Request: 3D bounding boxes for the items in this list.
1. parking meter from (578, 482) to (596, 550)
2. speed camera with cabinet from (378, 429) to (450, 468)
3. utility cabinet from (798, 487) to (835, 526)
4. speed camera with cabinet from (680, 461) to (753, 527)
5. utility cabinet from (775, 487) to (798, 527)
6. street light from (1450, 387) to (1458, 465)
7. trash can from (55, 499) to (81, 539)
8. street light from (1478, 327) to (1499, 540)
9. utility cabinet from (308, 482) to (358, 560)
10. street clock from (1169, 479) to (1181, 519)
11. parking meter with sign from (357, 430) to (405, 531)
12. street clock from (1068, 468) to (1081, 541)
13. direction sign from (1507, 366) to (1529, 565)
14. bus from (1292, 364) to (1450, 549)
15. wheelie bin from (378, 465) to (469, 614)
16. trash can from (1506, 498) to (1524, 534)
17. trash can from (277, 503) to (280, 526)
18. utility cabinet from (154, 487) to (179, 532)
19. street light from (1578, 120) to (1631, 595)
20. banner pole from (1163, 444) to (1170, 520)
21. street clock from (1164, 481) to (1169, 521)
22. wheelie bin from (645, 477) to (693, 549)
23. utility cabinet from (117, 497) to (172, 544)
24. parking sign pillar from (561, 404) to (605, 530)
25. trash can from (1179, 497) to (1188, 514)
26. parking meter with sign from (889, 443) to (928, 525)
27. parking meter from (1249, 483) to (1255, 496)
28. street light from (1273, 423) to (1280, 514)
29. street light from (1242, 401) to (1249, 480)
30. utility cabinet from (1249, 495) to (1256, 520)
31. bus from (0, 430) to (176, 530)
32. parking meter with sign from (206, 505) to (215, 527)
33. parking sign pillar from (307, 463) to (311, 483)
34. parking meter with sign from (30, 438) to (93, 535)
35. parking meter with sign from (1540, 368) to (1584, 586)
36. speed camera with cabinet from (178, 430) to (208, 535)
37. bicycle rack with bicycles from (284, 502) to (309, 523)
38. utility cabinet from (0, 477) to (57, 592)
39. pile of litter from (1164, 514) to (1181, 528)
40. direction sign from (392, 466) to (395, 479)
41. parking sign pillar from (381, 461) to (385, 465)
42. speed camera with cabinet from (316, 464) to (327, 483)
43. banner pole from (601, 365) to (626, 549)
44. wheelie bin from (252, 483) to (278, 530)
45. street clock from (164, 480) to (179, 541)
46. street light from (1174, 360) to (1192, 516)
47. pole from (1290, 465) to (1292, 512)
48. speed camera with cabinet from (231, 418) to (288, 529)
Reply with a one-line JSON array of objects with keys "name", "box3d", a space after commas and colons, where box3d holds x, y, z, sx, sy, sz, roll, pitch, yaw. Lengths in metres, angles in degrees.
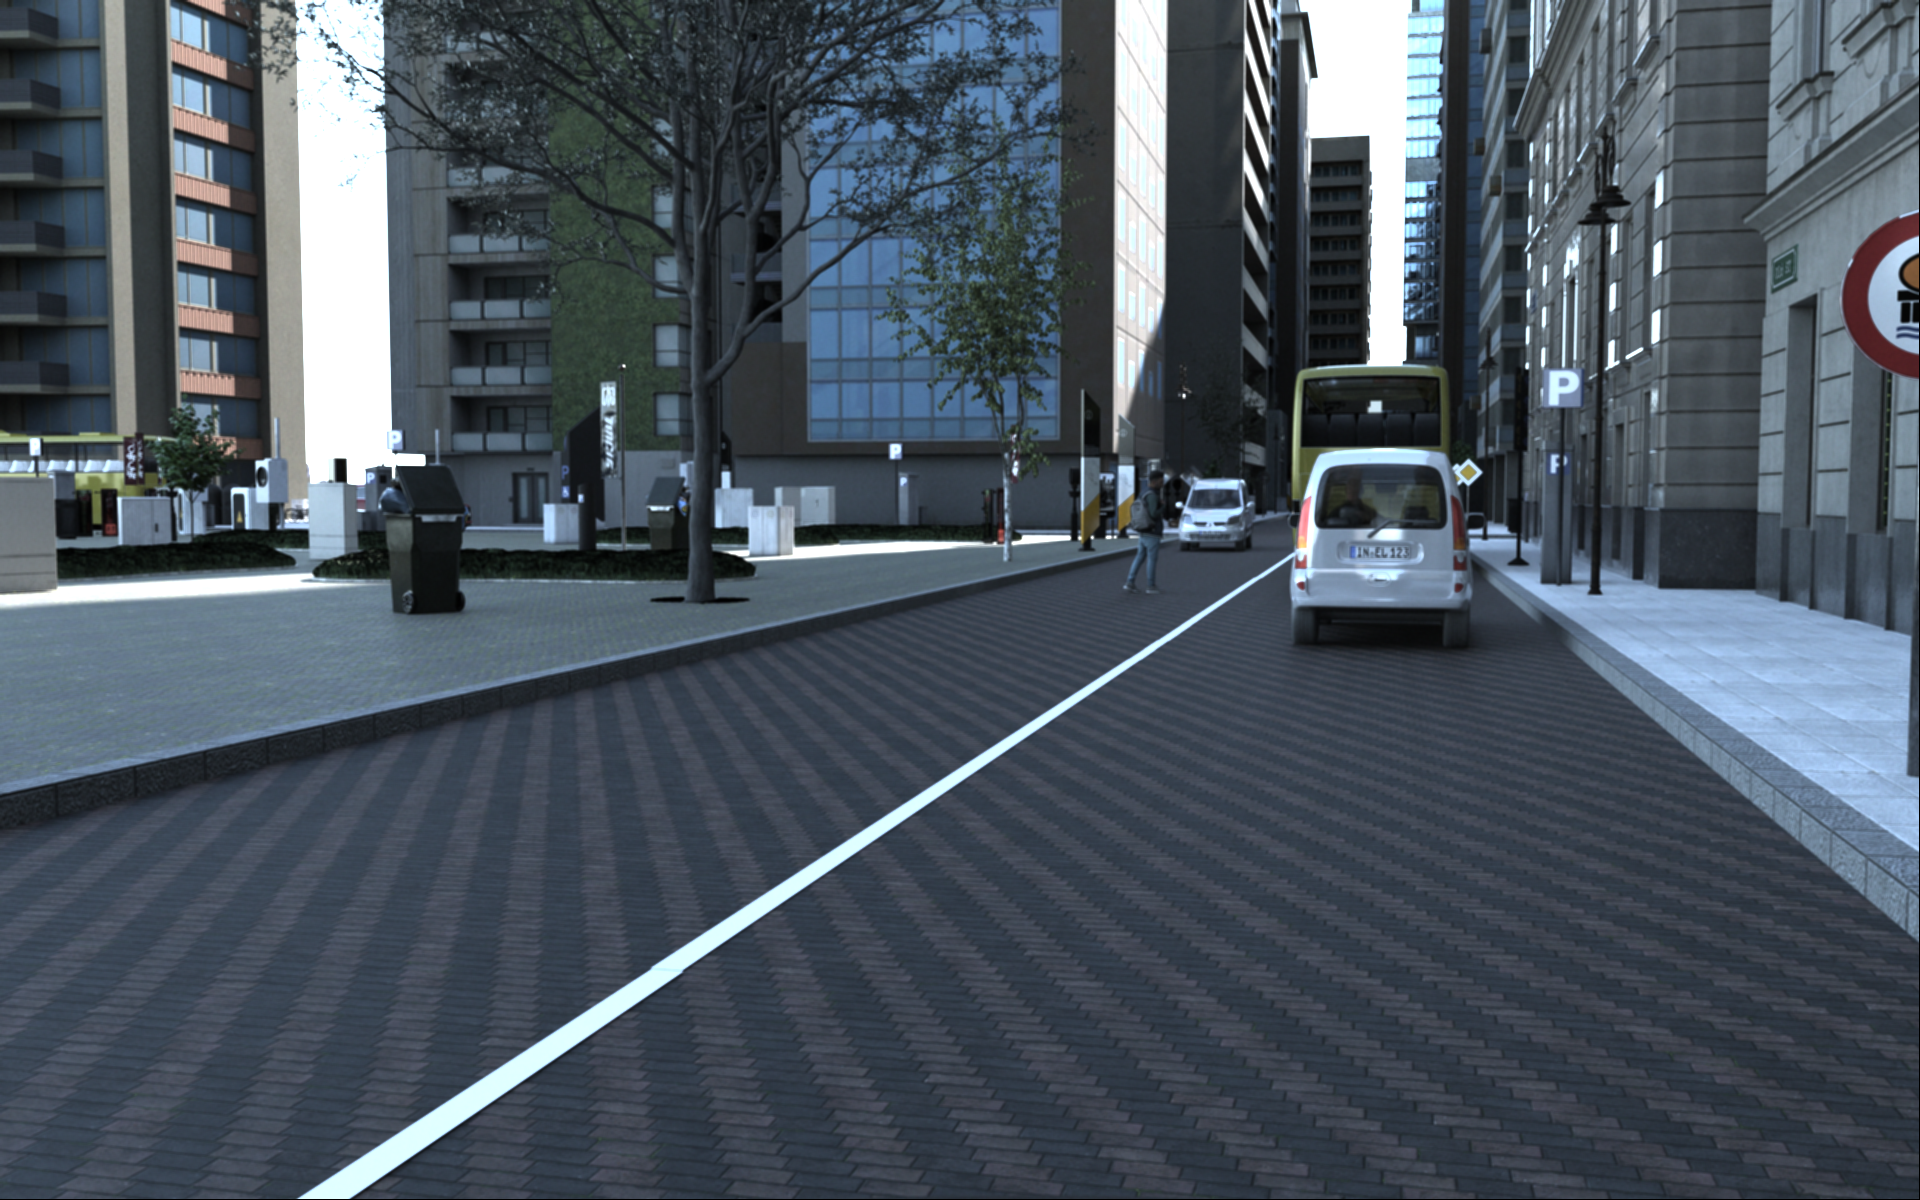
[{"name": "parking meter", "box3d": [-8.056, -1.775, 37.432, 0.372, 1.533, 0.369, 0, 3, 0]}, {"name": "speed camera with cabinet", "box3d": [-16.691, -3.585, 52.959, 2.038, 3.252, 0.660, 0, 4, 3]}, {"name": "utility cabinet", "box3d": [-4.284, -2.660, 52.170, 1.173, 1.500, 0.318, 3, 5, 40]}, {"name": "speed camera with cabinet", "box3d": [-6.951, -3.374, 49.494, 2.038, 3.252, 0.660, -2, 4, -31]}, {"name": "utility cabinet", "box3d": [-5.292, -2.744, 53.545, 0.318, 1.500, 1.173, 2, 4, 27]}, {"name": "street light", "box3d": [21.340, -6.267, 75.252, 0.468, 5.910, 1.993, 1, 4, 14]}, {"name": "trash can", "box3d": [-25.405, -2.300, 49.262, 0.748, 1.137, 0.748, 0, 3, 0]}, {"name": "street light", "box3d": [14.628, -4.606, 48.091, 0.468, 5.910, 1.993, 1, 4, 14]}, {"name": "utility cabinet", "box3d": [-12.057, -1.508, 33.329, 1.173, 1.500, 0.318, 3, 4, 37]}, {"name": "street clock", "box3d": [10.413, -4.796, 82.982, 0.471, 2.002, 0.358, 1, 4, 12]}, {"name": "parking meter with sign", "box3d": [-15.622, -3.069, 46.444, 0.543, 3.016, 1.738, 1, 4, 18]}, {"name": "street clock", "box3d": [3.130, -2.614, 47.307, 0.358, 2.002, 0.471, 0, 4, -5]}, {"name": "direction sign", "box3d": [10.084, -2.396, 31.172, 0.379, 3.537, 0.876, 2, 4, 32]}, {"name": "bus", "box3d": [8.194, -2.617, 34.332, 2.896, 3.916, 12.252, 1, 4, 14]}, {"name": "wheelie bin", "box3d": [-5.837, -0.664, 18.764, 0.693, 1.594, 0.980, 3, 5, 42]}, {"name": "trash can", "box3d": [18.155, -2.735, 56.365, 0.748, 1.137, 0.748, 0, 3, 0]}, {"name": "trash can", "box3d": [-27.885, -3.584, 70.245, 0.748, 1.137, 0.748, 0, 3, 0]}, {"name": "utility cabinet", "box3d": [-25.834, -2.955, 56.991, 1.173, 1.500, 0.318, -1, 4, -11]}, {"name": "street light", "box3d": [8.106, -3.006, 21.931, 0.468, 5.910, 1.993, 1, 4, 14]}, {"name": "banner pole", "box3d": [10.278, -5.872, 86.024, 0.401, 3.779, 0.863, 0, 4, 0]}, {"name": "street clock", "box3d": [9.982, -4.817, 83.323, 0.358, 2.002, 0.471, 0, 4, 6]}, {"name": "wheelie bin", "box3d": [-5.279, -1.440, 31.446, 0.980, 1.594, 0.693, 2, 4, 25]}, {"name": "utility cabinet", "box3d": [-17.686, -1.616, 37.588, 1.020, 1.237, 0.306, -3, 5, -43]}, {"name": "parking sign pillar", "box3d": [-11.223, -3.856, 51.519, 1.447, 3.967, 1.447, 3, 4, 39]}, {"name": "trash can", "box3d": [11.144, -4.508, 85.363, 0.748, 1.137, 0.748, 0, 3, 0]}, {"name": "parking meter with sign", "box3d": [-1.755, -3.925, 60.432, 0.543, 3.016, 1.738, 2, 4, 32]}, {"name": "parking meter", "box3d": [15.395, -5.235, 91.297, 0.255, 1.863, 0.399, 2, 4, 26]}, {"name": "street light", "box3d": [20.481, -8.531, 112.262, 0.468, 5.910, 1.993, 1, 4, 14]}, {"name": "street light", "box3d": [14.095, -6.929, 86.069, 0.468, 5.910, 1.993, 1, 4, 14]}, {"name": "utility cabinet", "box3d": [14.386, -4.529, 85.203, 0.306, 1.237, 1.020, 1, 4, 11]}, {"name": "bus", "box3d": [-35.129, -4.475, 64.716, 12.252, 3.916, 2.896, 1, 4, 14]}, {"name": "parking meter with sign", "box3d": [-29.764, -4.326, 66.986, 1.738, 3.016, 0.543, 0, 4, 2]}, {"name": "parking sign pillar", "box3d": [-39.647, -7.093, 104.439, 1.447, 3.967, 1.447, 1, 4, 9]}, {"name": "parking meter with sign", "box3d": [-28.330, -3.572, 54.668, 0.543, 3.016, 1.738, 2, 4, 28]}, {"name": "parking meter with sign", "box3d": [8.616, -1.752, 24.903, 0.543, 3.016, 1.738, 1, 4, 17]}, {"name": "speed camera with cabinet", "box3d": [-23.779, -3.629, 53.666, 0.660, 3.252, 2.038, -2, 4, -32]}, {"name": "bicycle rack with bicycles", "box3d": [-29.120, -3.947, 77.910, 2.925, 0.926, 2.852, 1, 4, 15]}, {"name": "utility cabinet", "box3d": [-12.384, -0.842, 22.441, 0.318, 1.500, 1.173, 2, 4, 35]}, {"name": "pile of litter", "box3d": [8.497, -3.204, 66.356, 1.719, 0.858, 1.176, -1, 4, -13]}, {"name": "direction sign", "box3d": [-45.326, -8.981, 138.836, 0.876, 3.537, 0.379, -1, 4, -16]}, {"name": "parking sign pillar", "box3d": [-47.794, -9.473, 143.358, 1.447, 3.967, 1.447, -3, 5, -42]}, {"name": "speed camera with cabinet", "box3d": [-41.155, -7.300, 113.693, 2.038, 3.252, 0.660, -3, 5, -43]}, {"name": "banner pole", "box3d": [-6.718, -2.673, 33.718, 0.863, 3.779, 0.401, 3, 4, 39]}, {"name": "wheelie bin", "box3d": [-20.137, -2.584, 50.151, 0.693, 1.594, 0.980, 2, 4, 27]}, {"name": "street clock", "box3d": [-21.330, -2.588, 46.884, 0.358, 2.002, 0.471, -2, 4, -27]}, {"name": "street light", "box3d": [7.697, -5.327, 59.878, 0.468, 5.910, 1.993, 1, 4, 14]}, {"name": "pole", "box3d": [23.308, -7.813, 121.580, 0.158, 3.312, 0.155, 0, 3, 0]}, {"name": "speed camera with cabinet", "box3d": [-18.379, -3.123, 45.402, 2.038, 3.252, 0.660, 3, 5, 41]}]
